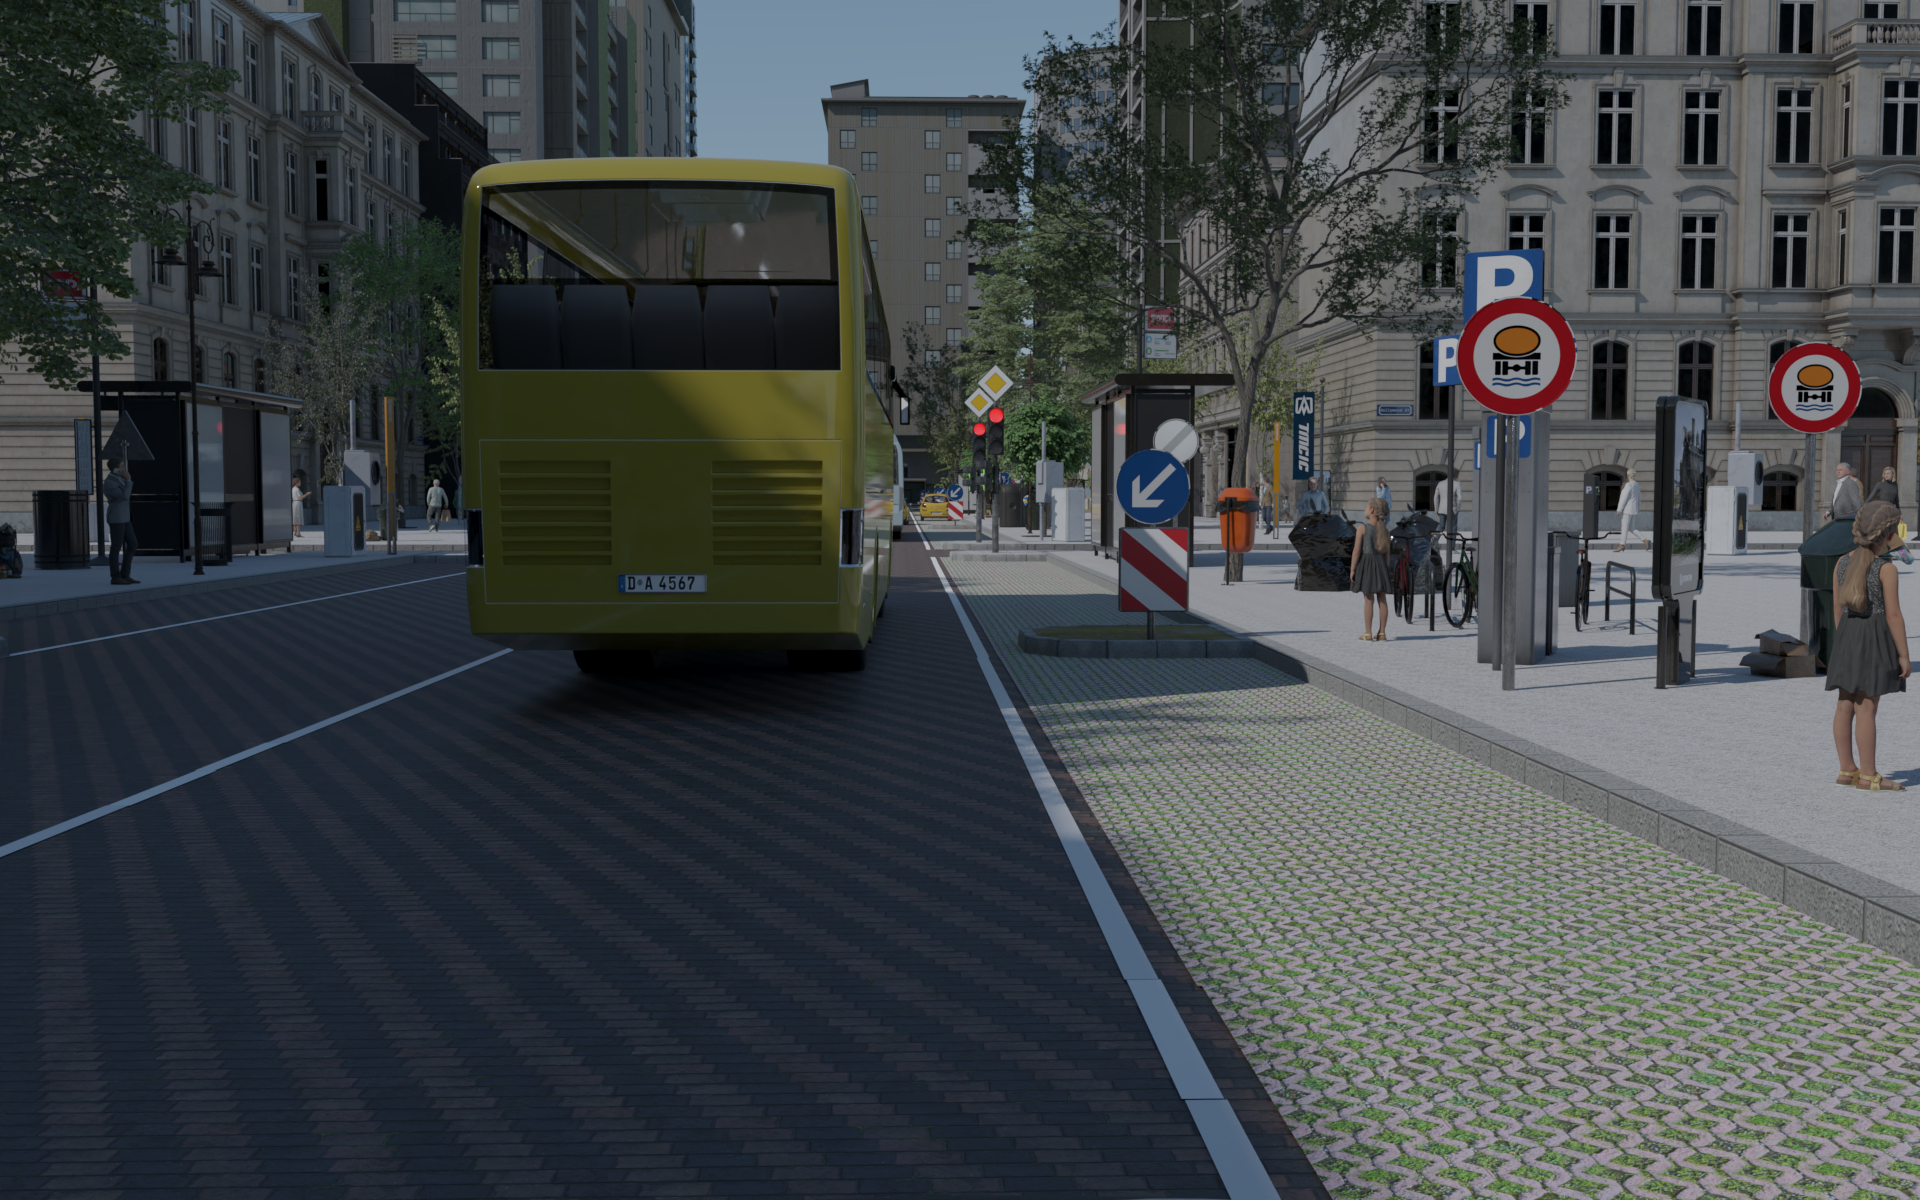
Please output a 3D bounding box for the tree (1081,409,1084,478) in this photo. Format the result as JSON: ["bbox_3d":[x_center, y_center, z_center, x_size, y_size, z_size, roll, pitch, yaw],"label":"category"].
[{"bbox_3d":[9.028,-8.143,83.493,4.737,8.622,4.395,0,3,0],"label":"tree"}]

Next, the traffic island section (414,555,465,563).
[{"bbox_3d":[-10.439,-0.932,37.527,2.009,0.180,2.903,0,4,-2],"label":"traffic island section"}]

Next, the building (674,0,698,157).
[{"bbox_3d":[-47.059,-55.739,223.998,31.000,86.520,22.319,0,4,-2],"label":"building"}]

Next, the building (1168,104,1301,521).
[{"bbox_3d":[17.362,-15.293,100.957,10.553,20.767,40.483,0,4,-2],"label":"building"}]

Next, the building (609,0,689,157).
[{"bbox_3d":[-41.924,-35.513,169.878,27.495,52.752,28.713,0,4,-2],"label":"building"}]

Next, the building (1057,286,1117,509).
[{"bbox_3d":[23.973,-19.179,158.614,27.650,21.520,28.899,0,4,-2],"label":"building"}]

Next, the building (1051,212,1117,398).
[{"bbox_3d":[16.227,-24.945,179.554,14.160,30.474,14.107,0,4,-2],"label":"building"}]

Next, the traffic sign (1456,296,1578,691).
[{"bbox_3d":[3.587,-0.682,11.250,0.768,2.556,0.104,0,4,4],"label":"traffic sign"}]

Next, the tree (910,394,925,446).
[{"bbox_3d":[0.577,-11.079,115.551,8.767,10.594,7.601,0,4,3],"label":"tree"}]

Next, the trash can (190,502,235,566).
[{"bbox_3d":[-13.351,-1.182,30.973,0.748,1.137,0.748,0,3,0],"label":"trash can"}]

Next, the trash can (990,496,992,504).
[{"bbox_3d":[2.261,-5.992,109.627,0.748,1.137,0.748,0,3,0],"label":"trash can"}]

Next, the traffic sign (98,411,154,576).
[{"bbox_3d":[-13.007,-1.652,27.021,0.884,2.594,0.081,0,4,2],"label":"traffic sign"}]

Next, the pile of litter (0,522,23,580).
[{"bbox_3d":[-14.889,-0.761,26.409,1.176,0.858,1.719,-1,4,-10],"label":"pile of litter"}]

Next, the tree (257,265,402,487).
[{"bbox_3d":[-19.972,-6.401,55.015,4.360,8.622,3.978,0,3,0],"label":"tree"}]

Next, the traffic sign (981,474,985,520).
[{"bbox_3d":[1.199,-5.126,85.942,0.606,2.300,0.079,0,4,3],"label":"traffic sign"}]

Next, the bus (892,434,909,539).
[{"bbox_3d":[-3.173,-3.859,57.960,2.948,3.499,13.247,0,4,-2],"label":"bus"}]

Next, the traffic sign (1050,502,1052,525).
[{"bbox_3d":[3.581,-4.180,68.452,0.768,2.556,0.104,0,4,1],"label":"traffic sign"}]

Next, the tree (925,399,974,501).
[{"bbox_3d":[-0.287,-10.814,127.176,4.737,8.622,4.395,0,3,0],"label":"tree"}]

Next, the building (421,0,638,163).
[{"bbox_3d":[-34.170,-27.961,140.761,14.154,41.232,14.086,0,4,-2],"label":"building"}]

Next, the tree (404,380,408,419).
[{"bbox_3d":[-20.919,-7.429,71.819,4.737,8.622,4.395,0,3,0],"label":"tree"}]

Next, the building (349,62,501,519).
[{"bbox_3d":[-32.115,-16.370,97.335,12.332,23.373,15.834,0,4,-2],"label":"building"}]

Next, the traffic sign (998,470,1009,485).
[{"bbox_3d":[2.242,-5.620,91.998,0.768,2.556,0.104,0,4,0],"label":"traffic sign"}]

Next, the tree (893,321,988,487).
[{"bbox_3d":[-3.514,-20.511,191.247,12.611,20.169,13.585,0,3,0],"label":"tree"}]

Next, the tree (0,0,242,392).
[{"bbox_3d":[-12.679,-6.285,20.891,7.486,12.596,7.792,0,3,0],"label":"tree"}]

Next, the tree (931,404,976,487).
[{"bbox_3d":[-0.050,-11.348,135.905,4.360,8.622,3.978,0,3,0],"label":"tree"}]

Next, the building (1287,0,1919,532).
[{"bbox_3d":[30.813,-14.980,64.012,34.723,24.649,14.460,0,4,-2],"label":"building"}]

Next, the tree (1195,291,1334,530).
[{"bbox_3d":[11.041,-6.821,61.885,4.737,8.622,4.395,0,3,0],"label":"tree"}]

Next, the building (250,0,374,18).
[{"bbox_3d":[-69.882,-38.552,172.326,28.212,58.520,21.231,0,4,-2],"label":"building"}]

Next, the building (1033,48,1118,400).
[{"bbox_3d":[24.247,-41.823,225.803,28.212,58.520,21.231,0,4,-2],"label":"building"}]

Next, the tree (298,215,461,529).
[{"bbox_3d":[-20.746,-8.473,64.289,9.928,11.665,9.643,0,3,0],"label":"tree"}]

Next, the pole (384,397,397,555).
[{"bbox_3d":[-12.002,-2.609,36.503,0.158,3.312,0.155,0,3,0],"label":"pole"}]

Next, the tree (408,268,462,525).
[{"bbox_3d":[-13.347,-6.141,50.768,4.737,8.622,4.395,0,3,0],"label":"tree"}]

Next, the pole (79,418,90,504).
[{"bbox_3d":[-23.572,-3.230,46.650,0.158,3.312,0.155,0,3,0],"label":"pole"}]

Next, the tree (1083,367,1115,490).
[{"bbox_3d":[8.387,-7.777,77.516,4.737,8.622,4.395,0,3,0],"label":"tree"}]

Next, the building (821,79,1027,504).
[{"bbox_3d":[-3.838,-39.131,229.033,27.495,52.752,28.713,0,4,-2],"label":"building"}]

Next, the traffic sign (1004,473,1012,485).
[{"bbox_3d":[2.682,-6.243,102.185,0.768,2.556,0.104,0,4,6],"label":"traffic sign"}]

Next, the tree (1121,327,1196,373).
[{"bbox_3d":[9.166,-7.508,73.115,4.737,8.622,4.395,0,3,0],"label":"tree"}]

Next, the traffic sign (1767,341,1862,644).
[{"bbox_3d":[7.146,-0.885,14.573,0.768,2.556,0.104,0,4,3],"label":"traffic sign"}]

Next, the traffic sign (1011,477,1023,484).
[{"bbox_3d":[3.249,-5.911,96.746,0.768,2.556,0.104,0,3,0],"label":"traffic sign"}]

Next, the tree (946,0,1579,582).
[{"bbox_3d":[3.994,-5.522,24.704,8.767,10.594,7.601,0,4,-2],"label":"tree"}]

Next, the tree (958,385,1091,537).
[{"bbox_3d":[2.484,-4.179,52.034,4.285,4.588,4.351,0,3,0],"label":"tree"}]

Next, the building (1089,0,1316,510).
[{"bbox_3d":[21.328,-42.449,132.286,20.563,71.187,20.611,0,4,-2],"label":"building"}]

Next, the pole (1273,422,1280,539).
[{"bbox_3d":[8.982,-3.382,49.136,0.158,3.312,0.155,0,3,0],"label":"pole"}]

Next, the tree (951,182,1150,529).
[{"bbox_3d":[3.375,-8.847,62.777,7.486,12.596,7.792,0,3,0],"label":"tree"}]

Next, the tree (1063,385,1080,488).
[{"bbox_3d":[7.978,-8.816,94.506,4.737,8.622,4.395,0,3,0],"label":"tree"}]

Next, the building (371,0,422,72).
[{"bbox_3d":[-33.631,-27.102,126.711,14.154,41.232,14.086,0,4,-2],"label":"building"}]

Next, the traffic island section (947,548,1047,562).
[{"bbox_3d":[0.797,-0.955,37.902,2.009,0.180,2.903,0,4,-2],"label":"traffic island section"}]

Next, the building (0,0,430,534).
[{"bbox_3d":[-32.269,-15.472,72.045,14.460,24.649,34.723,0,4,-2],"label":"building"}]

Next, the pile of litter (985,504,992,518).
[{"bbox_3d":[1.597,-4.888,93.891,1.176,0.858,1.719,3,4,36],"label":"pile of litter"}]

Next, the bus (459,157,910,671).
[{"bbox_3d":[-1.985,-1.548,16.861,2.896,3.916,12.252,0,4,-1],"label":"bus"}]

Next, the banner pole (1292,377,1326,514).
[{"bbox_3d":[7.545,-2.889,37.249,0.863,3.779,0.401,2,4,26],"label":"banner pole"}]

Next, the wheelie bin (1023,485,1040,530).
[{"bbox_3d":[2.758,-3.280,61.535,0.980,1.594,0.693,-1,4,-17],"label":"wheelie bin"}]

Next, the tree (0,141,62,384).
[{"bbox_3d":[-20.000,-5.166,34.834,4.360,8.622,3.978,0,3,0],"label":"tree"}]

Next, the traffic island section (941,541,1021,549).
[{"bbox_3d":[0.526,-1.444,45.882,2.009,0.180,2.903,0,4,-2],"label":"traffic island section"}]

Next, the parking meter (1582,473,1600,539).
[{"bbox_3d":[17.678,-2.617,48.491,0.255,1.863,0.399,-3,5,-39],"label":"parking meter"}]
